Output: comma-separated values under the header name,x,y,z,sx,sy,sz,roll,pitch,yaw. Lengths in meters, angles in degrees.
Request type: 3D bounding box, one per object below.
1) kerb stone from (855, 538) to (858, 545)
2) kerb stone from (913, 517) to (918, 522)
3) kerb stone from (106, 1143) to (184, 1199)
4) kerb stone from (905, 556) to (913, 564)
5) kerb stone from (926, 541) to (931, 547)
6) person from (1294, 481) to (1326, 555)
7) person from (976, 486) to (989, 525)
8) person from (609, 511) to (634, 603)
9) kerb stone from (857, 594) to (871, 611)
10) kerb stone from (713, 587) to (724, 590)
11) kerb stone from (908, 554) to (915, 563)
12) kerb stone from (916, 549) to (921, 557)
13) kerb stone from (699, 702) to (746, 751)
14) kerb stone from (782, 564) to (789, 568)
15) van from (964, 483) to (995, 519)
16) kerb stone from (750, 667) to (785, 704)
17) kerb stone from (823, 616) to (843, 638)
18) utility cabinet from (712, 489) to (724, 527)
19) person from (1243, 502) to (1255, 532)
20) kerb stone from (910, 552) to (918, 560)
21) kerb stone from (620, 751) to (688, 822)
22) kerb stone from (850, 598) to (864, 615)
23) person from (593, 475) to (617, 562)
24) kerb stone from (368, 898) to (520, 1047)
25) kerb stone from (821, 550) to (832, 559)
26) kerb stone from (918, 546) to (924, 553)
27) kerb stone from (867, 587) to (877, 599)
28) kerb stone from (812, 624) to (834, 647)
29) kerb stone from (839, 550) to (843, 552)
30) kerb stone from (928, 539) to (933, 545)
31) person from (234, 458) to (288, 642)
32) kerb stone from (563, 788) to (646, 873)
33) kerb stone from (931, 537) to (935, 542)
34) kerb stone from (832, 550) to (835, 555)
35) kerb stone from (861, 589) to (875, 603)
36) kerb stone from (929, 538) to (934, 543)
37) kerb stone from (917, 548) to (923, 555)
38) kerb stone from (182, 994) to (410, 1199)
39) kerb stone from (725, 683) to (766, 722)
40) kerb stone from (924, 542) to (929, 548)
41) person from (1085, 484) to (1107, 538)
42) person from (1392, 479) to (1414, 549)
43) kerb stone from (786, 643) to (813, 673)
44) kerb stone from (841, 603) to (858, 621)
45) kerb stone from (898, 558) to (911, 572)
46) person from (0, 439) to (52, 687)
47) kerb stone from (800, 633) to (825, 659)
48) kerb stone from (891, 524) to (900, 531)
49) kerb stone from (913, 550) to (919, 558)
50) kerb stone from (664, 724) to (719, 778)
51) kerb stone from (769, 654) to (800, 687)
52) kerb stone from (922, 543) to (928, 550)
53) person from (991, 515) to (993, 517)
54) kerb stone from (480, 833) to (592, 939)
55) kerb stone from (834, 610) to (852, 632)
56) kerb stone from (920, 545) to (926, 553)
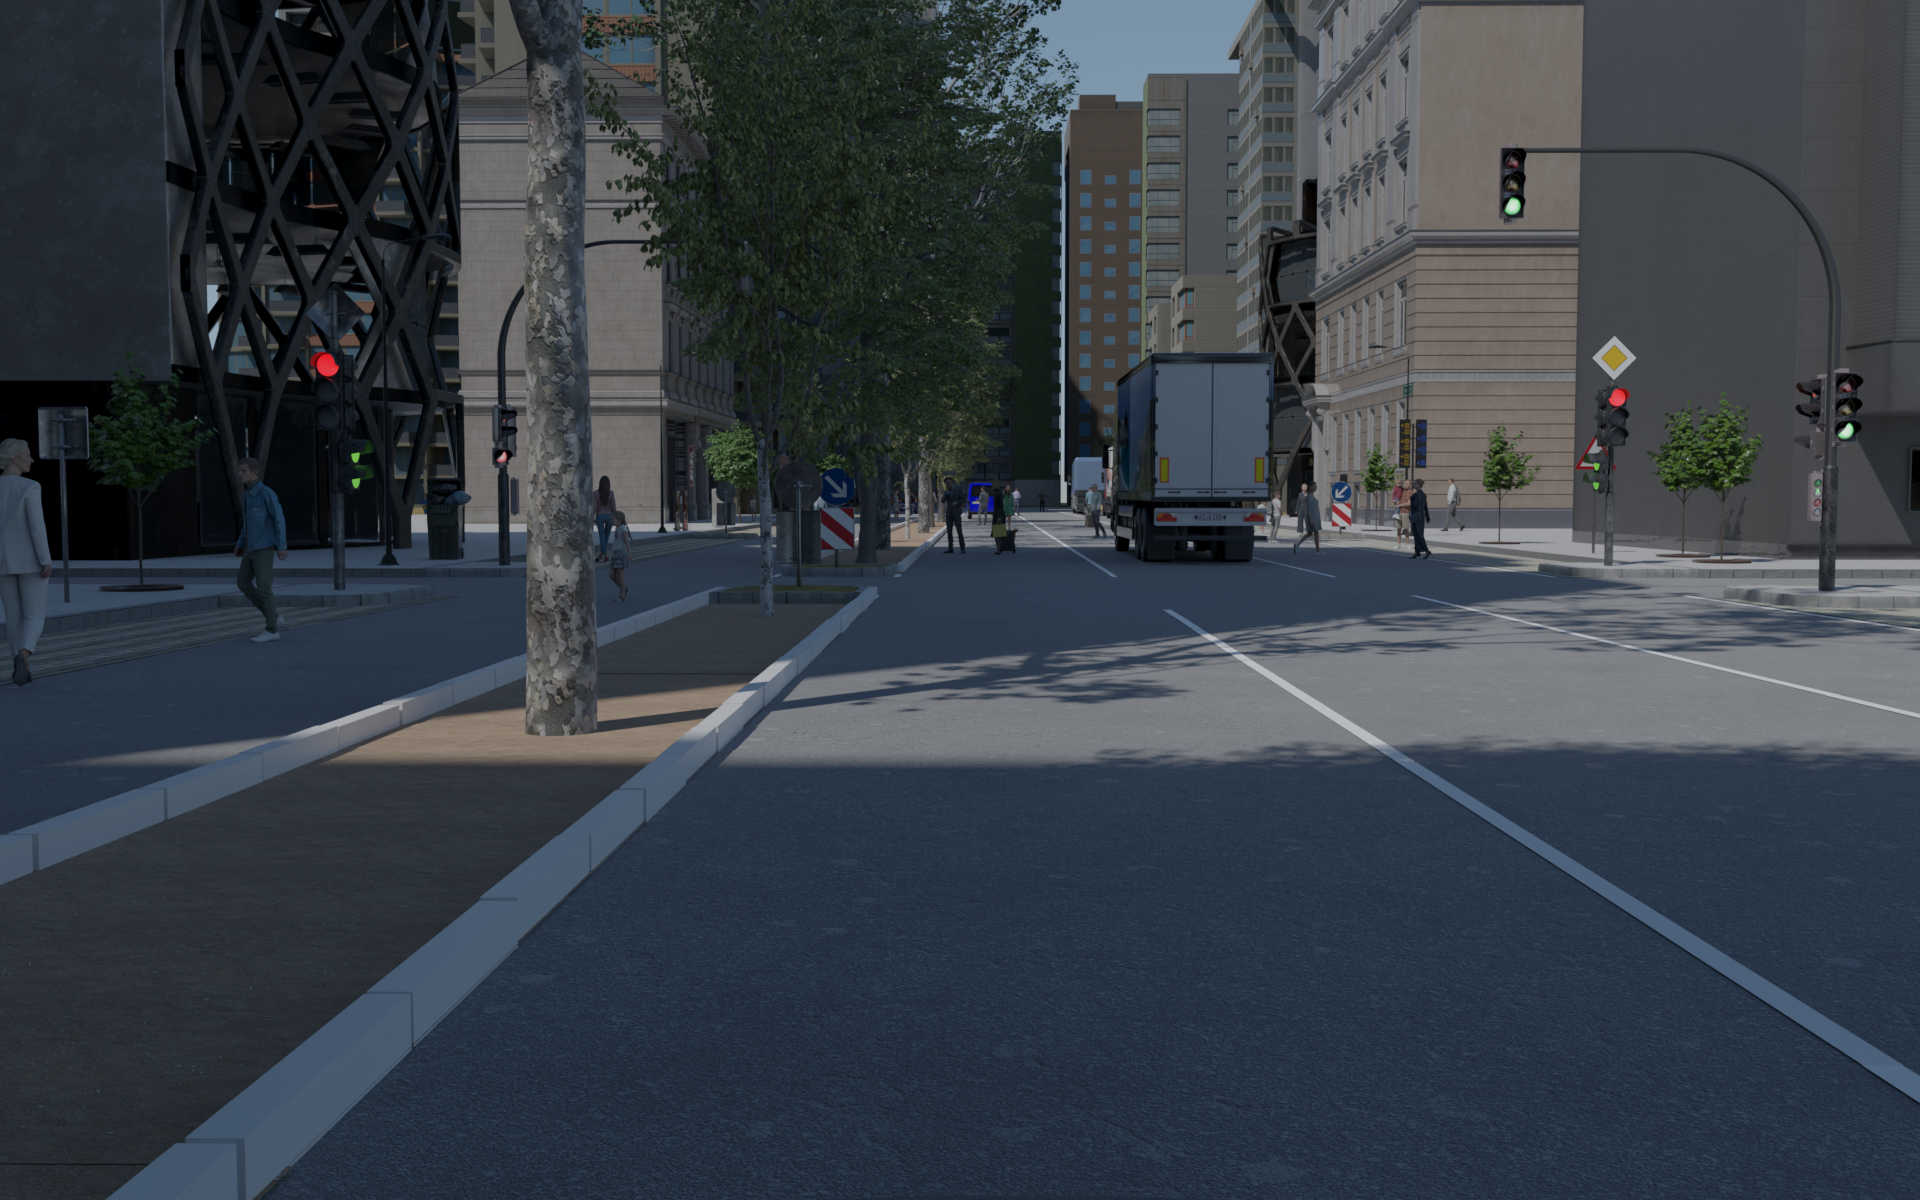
name,x,y,z,sx,sy,sz,roll,pitch,yaw
kerb stone,-2.915,-1.740,50.663,0.120,0.150,1.000,0,4,1
kerb stone,-2.372,-4.062,88.604,0.120,0.150,1.000,0,4,1
kerb stone,-1.497,1.180,2.929,0.120,0.150,1.000,0,4,1
kerb stone,-1.055,-0.737,34.244,0.120,0.150,1.000,0,4,1
kerb stone,-0.893,-1.363,44.485,0.120,0.150,1.000,0,4,1
person,8.189,-1.908,40.444,0.760,1.731,0.466,-1,4,-13
person,1.005,-4.310,79.169,0.583,1.804,0.606,3,5,40
person,-4.431,-0.574,22.903,0.382,1.210,0.505,-2,4,-34
kerb stone,-1.230,0.055,21.410,0.120,0.150,1.000,0,4,1
kerb stone,-3.304,-0.075,23.442,0.120,0.150,1.000,0,4,1
kerb stone,-1.039,-0.799,35.266,0.120,0.150,1.000,0,4,1
kerb stone,-0.992,-0.980,38.340,0.120,0.150,1.000,0,4,1
kerb stone,-1.393,0.742,10.097,0.120,0.150,1.000,0,4,1
kerb stone,-3.186,-0.608,32.206,0.120,0.150,1.000,0,4,1
van,1.359,-5.824,99.611,2.240,2.365,5.245,0,3,0
kerb stone,-1.366,0.615,12.142,0.120,0.150,1.000,0,4,1
kerb stone,-1.299,0.299,17.300,0.120,0.150,1.000,0,4,1
utility cabinet,-9.354,-3.555,66.797,0.318,1.500,1.173,-1,4,-16
person,9.582,-3.050,58.270,0.836,1.842,0.656,-2,4,-29
kerb stone,-1.019,-0.862,36.294,0.120,0.150,1.000,0,4,1
kerb stone,-1.421,0.865,8.053,0.120,0.150,1.000,0,4,1
kerb stone,-1.253,0.116,20.387,0.120,0.150,1.000,0,4,1
person,-7.440,-1.701,36.321,0.555,1.821,0.388,-2,4,-29
kerb stone,-1.467,1.057,4.982,0.120,0.150,1.000,0,4,1
kerb stone,-3.076,-1.050,39.369,0.120,0.150,1.000,0,4,1
kerb stone,-0.965,-1.112,40.387,0.120,0.150,1.000,0,4,1
kerb stone,-1.211,-0.077,23.454,0.120,0.150,1.000,0,4,1
kerb stone,-1.310,0.364,16.268,0.120,0.150,1.000,0,4,1
kerb stone,-3.036,-1.238,42.448,0.120,0.150,1.000,0,4,1
kerb stone,-0.869,-1.489,46.533,0.120,0.150,1.000,0,4,1
person,-6.785,-0.490,16.851,0.444,1.785,0.601,-3,5,-41
kerb stone,-1.444,0.931,7.032,0.120,0.150,1.000,0,4,1
kerb stone,-0.841,-1.610,48.582,0.120,0.150,1.000,0,4,1
kerb stone,-3.063,-1.113,40.393,0.120,0.150,1.000,0,4,1
kerb stone,-1.221,-0.012,22.432,0.120,0.150,1.000,0,4,1
kerb stone,-0.860,-1.551,47.560,0.120,0.150,1.000,0,4,1
kerb stone,-0.979,-1.045,39.365,0.120,0.150,1.000,0,4,1
kerb stone,-1.480,1.119,3.960,0.120,0.150,1.000,0,4,1
kerb stone,-1.388,0.677,11.119,0.120,0.150,1.000,0,4,1
kerb stone,-0.928,-1.301,43.462,0.120,0.150,1.000,0,4,1
person,4.403,-2.887,56.193,0.515,1.767,0.782,-2,4,-25
person,11.480,-2.234,45.008,0.580,1.828,0.573,-1,4,-10
kerb stone,-1.334,0.489,14.204,0.120,0.150,1.000,0,4,1
kerb stone,-1.262,0.174,19.356,0.120,0.150,1.000,0,4,1
kerb stone,-1.064,-0.670,33.213,0.120,0.150,1.000,0,4,1
person,-6.998,-0.272,12.830,0.514,1.842,0.818,-1,4,-14
kerb stone,-1.320,0.426,15.234,0.120,0.150,1.000,0,4,1
kerb stone,-2.636,-2.932,70.136,0.120,0.150,1.000,0,4,1
kerb stone,-1.012,-0.925,37.318,0.120,0.150,1.000,0,4,1
kerb stone,-1.414,0.804,9.075,0.120,0.150,1.000,0,4,1
kerb stone,-1.354,0.552,13.178,0.120,0.150,1.000,0,4,1
kerb stone,-0.931,-1.234,42.434,0.120,0.150,1.000,0,4,1
person,1.901,-5.929,105.526,0.616,1.811,0.778,0,4,-1
kerb stone,-1.460,0.990,6.010,0.120,0.150,1.000,0,4,1
kerb stone,-1.270,0.238,18.322,0.120,0.150,1.000,0,4,1
kerb stone,-0.948,-1.175,41.412,0.120,0.150,1.000,0,4,1
